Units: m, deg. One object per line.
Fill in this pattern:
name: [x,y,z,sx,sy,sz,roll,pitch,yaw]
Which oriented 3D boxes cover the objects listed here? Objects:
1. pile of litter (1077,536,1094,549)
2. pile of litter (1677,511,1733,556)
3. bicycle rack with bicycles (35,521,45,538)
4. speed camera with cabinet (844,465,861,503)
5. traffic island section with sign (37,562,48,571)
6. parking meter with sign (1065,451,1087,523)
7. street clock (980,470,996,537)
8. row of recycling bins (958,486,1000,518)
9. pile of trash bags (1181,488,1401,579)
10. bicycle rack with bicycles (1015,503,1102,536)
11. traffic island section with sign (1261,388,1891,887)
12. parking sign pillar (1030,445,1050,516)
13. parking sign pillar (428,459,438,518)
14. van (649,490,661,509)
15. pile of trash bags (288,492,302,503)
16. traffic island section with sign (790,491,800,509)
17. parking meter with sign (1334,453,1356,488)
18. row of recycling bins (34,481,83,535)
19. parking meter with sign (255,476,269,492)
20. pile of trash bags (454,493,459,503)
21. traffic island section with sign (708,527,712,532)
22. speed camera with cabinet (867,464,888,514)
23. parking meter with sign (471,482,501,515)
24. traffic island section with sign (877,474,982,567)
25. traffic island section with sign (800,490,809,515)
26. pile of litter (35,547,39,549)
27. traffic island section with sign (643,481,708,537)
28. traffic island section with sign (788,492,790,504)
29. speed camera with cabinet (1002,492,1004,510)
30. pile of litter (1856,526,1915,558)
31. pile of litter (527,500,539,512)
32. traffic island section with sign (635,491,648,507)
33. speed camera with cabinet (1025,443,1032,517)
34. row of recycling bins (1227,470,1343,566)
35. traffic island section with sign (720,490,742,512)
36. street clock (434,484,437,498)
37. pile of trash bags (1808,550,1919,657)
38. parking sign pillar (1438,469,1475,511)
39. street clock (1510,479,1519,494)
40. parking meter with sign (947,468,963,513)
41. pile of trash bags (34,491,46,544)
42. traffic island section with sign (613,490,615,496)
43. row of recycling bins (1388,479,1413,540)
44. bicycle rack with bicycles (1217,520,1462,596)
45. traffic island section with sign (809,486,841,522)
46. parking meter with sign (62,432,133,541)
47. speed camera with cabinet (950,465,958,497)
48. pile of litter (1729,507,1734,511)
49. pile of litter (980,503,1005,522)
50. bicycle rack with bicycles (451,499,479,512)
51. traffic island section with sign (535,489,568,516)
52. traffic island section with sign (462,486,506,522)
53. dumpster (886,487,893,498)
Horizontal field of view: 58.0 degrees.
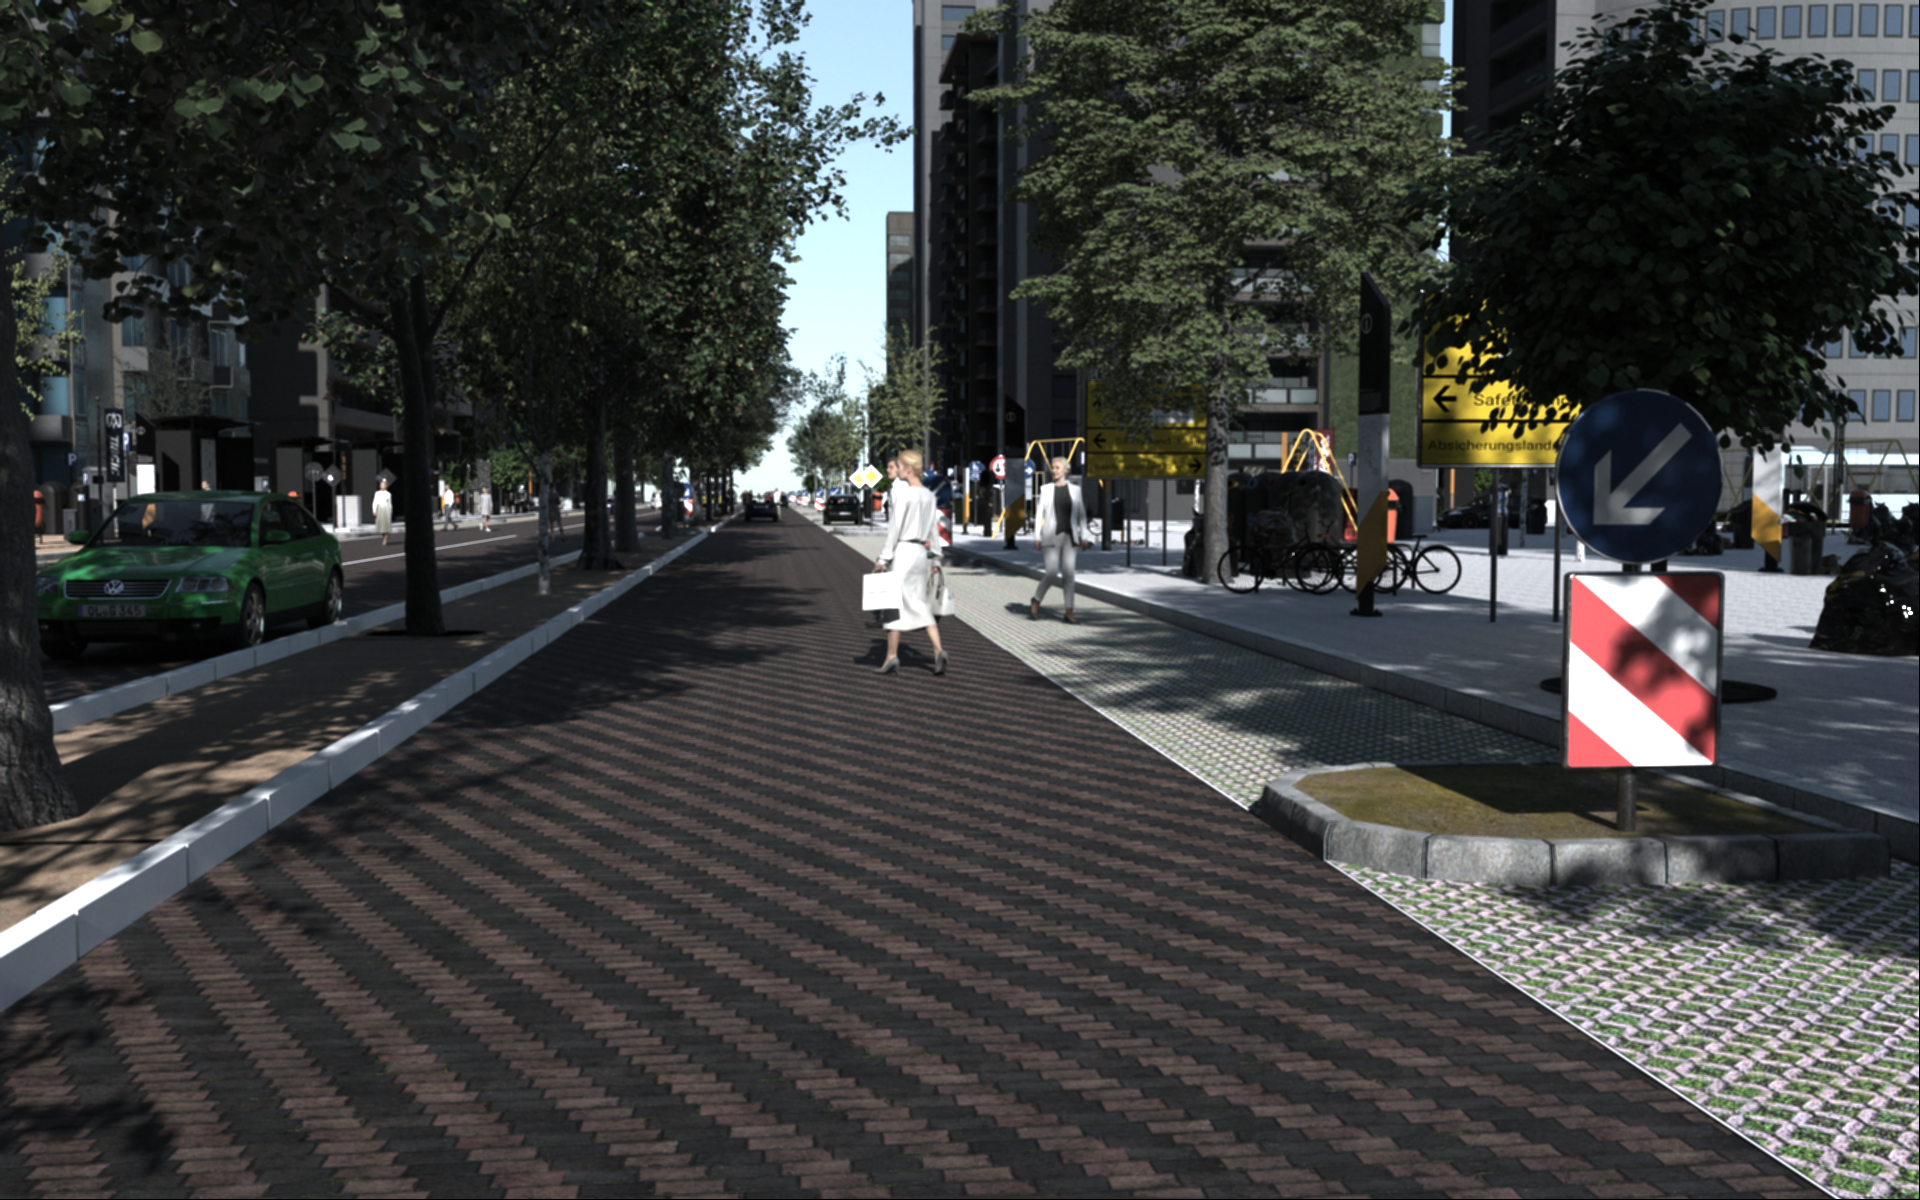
pile of litter: [2.661,-1.659,41.098,1.176,0.858,1.719,2,4,30]
pile of litter: [15.429,-1.376,36.464,1.719,0.858,1.176,-2,4,-34]
bicycle rack with bicycles: [-28.156,-2.216,49.617,2.925,0.926,2.852,-1,4,-10]
speed camera with cabinet: [-7.459,-7.610,118.759,0.660,3.252,2.038,0,4,5]
traffic island section with sign: [-17.994,-1.417,31.793,1.989,1.847,2.006,0,4,-6]
parking meter with sign: [4.546,-4.521,70.178,1.738,3.016,0.543,-3,5,-44]
street clock: [0.830,-2.883,51.710,0.358,2.002,0.471,-3,5,-44]
row of recycling bins: [0.982,-5.392,95.273,1.069,1.692,3.534,-3,4,-37]
pile of trash bags: [5.101,-1.055,27.007,3.447,1.369,1.912,1,4,16]
bicycle rack with bicycles: [3.135,-2.503,54.310,2.925,0.926,2.852,0,4,7]
traffic island section with sign: [2.357,0.084,7.250,1.989,1.847,2.006,0,4,-6]
parking sign pillar: [4.598,-6.533,95.284,1.447,3.967,1.447,0,4,-6]
parking sign pillar: [-29.139,-6.465,94.181,1.447,3.967,1.447,1,4,15]
van: [-30.102,-10.176,173.392,2.013,2.044,4.112,-1,4,-8]
pile of trash bags: [-26.123,-3.464,66.389,1.912,1.369,3.447,0,4,2]
traffic island section with sign: [-14.992,-9.620,165.914,1.989,1.847,2.006,0,4,-6]
parking meter with sign: [15.767,-4.693,72.985,1.738,3.016,0.543,-1,4,-17]
row of recycling bins: [-28.848,-2.896,54.463,3.534,1.692,1.069,0,4,7]
parking meter with sign: [-30.164,-4.789,74.561,1.738,3.016,0.543,1,4,22]
pile of trash bags: [-39.087,-7.842,137.971,3.447,1.369,1.912,2,4,31]
traffic island section with sign: [-10.512,-3.557,66.298,2.006,1.907,1.989,0,4,-6]
speed camera with cabinet: [-5.363,-7.256,112.979,0.660,3.252,2.038,-2,4,-28]
parking meter with sign: [-28.940,-6.689,105.632,1.738,3.016,0.543,0,3,0]
traffic island section with sign: [-0.661,-1.602,34.829,1.989,1.847,2.006,0,4,-6]
traffic island section with sign: [-9.544,-6.566,115.982,1.989,1.847,2.006,0,4,-6]
pile of litter: [-22.111,-1.579,39.774,1.719,0.858,1.176,-2,4,-33]
traffic island section with sign: [-9.716,-3.107,58.934,2.006,1.907,1.989,0,4,-6]
traffic island section with sign: [-18.027,-11.313,193.587,1.989,1.847,2.006,0,4,-6]
speed camera with cabinet: [3.307,-7.163,111.447,2.038,3.252,0.660,-3,5,-44]
pile of litter: [18.821,-1.295,35.145,1.176,0.858,1.719,3,5,43]
pile of litter: [-30.651,-6.707,123.626,1.719,0.858,1.176,-1,4,-11]
traffic island section with sign: [-35.417,-11.152,190.956,1.989,1.847,2.006,0,4,-6]
speed camera with cabinet: [3.168,-4.477,67.528,2.038,3.252,0.660,-2,4,-27]
row of recycling bins: [5.804,-1.500,31.633,1.069,1.692,3.534,-1,4,-20]
traffic island section with sign: [-18.694,-8.126,140.992,2.006,1.907,1.989,0,4,-6]
street clock: [-38.065,-7.393,125.442,0.358,2.002,0.471,-2,4,-23]
pile of trash bags: [8.851,-0.268,14.134,3.447,1.369,1.912,-1,4,-21]
parking sign pillar: [21.354,-5.242,74.173,1.447,3.967,1.447,0,4,4]
street clock: [27.483,-4.976,85.930,0.471,2.002,0.358,-3,5,-43]
parking meter with sign: [-0.138,-7.404,117.309,0.543,3.016,1.738,2,4,35]
pile of trash bags: [-24.967,-2.128,44.550,3.447,1.369,1.912,1,4,17]
traffic island section with sign: [-32.434,-9.487,163.741,1.989,1.847,2.006,0,4,-6]
row of recycling bins: [12.659,-2.644,50.340,1.069,1.692,3.534,1,4,11]
bicycle rack with bicycles: [5.094,-0.574,22.767,2.925,0.926,2.852,1,4,23]
traffic island section with sign: [-6.543,-4.889,88.558,1.989,1.847,2.006,0,4,-6]
parking meter with sign: [-23.992,-3.176,48.184,0.543,3.016,1.738,3,5,44]
speed camera with cabinet: [-0.450,-7.715,120.472,0.660,3.252,2.038,0,4,3]
pile of litter: [26.000,-2.689,57.923,1.176,0.858,1.719,-3,5,-41]
pile of litter: [1.415,-4.092,80.862,1.719,0.858,1.176,0,4,4]
bicycle rack with bicycles: [-35.697,-6.734,123.478,2.925,0.926,2.852,-2,4,-25]
traffic island section with sign: [-27.110,-6.505,114.992,1.989,1.847,2.006,0,4,-6]
traffic island section with sign: [-24.164,-4.859,88.065,1.989,1.847,2.006,0,4,-6]
dumpster: [-3.942,-6.296,108.693,1.264,1.857,1.865,0,4,-6]
